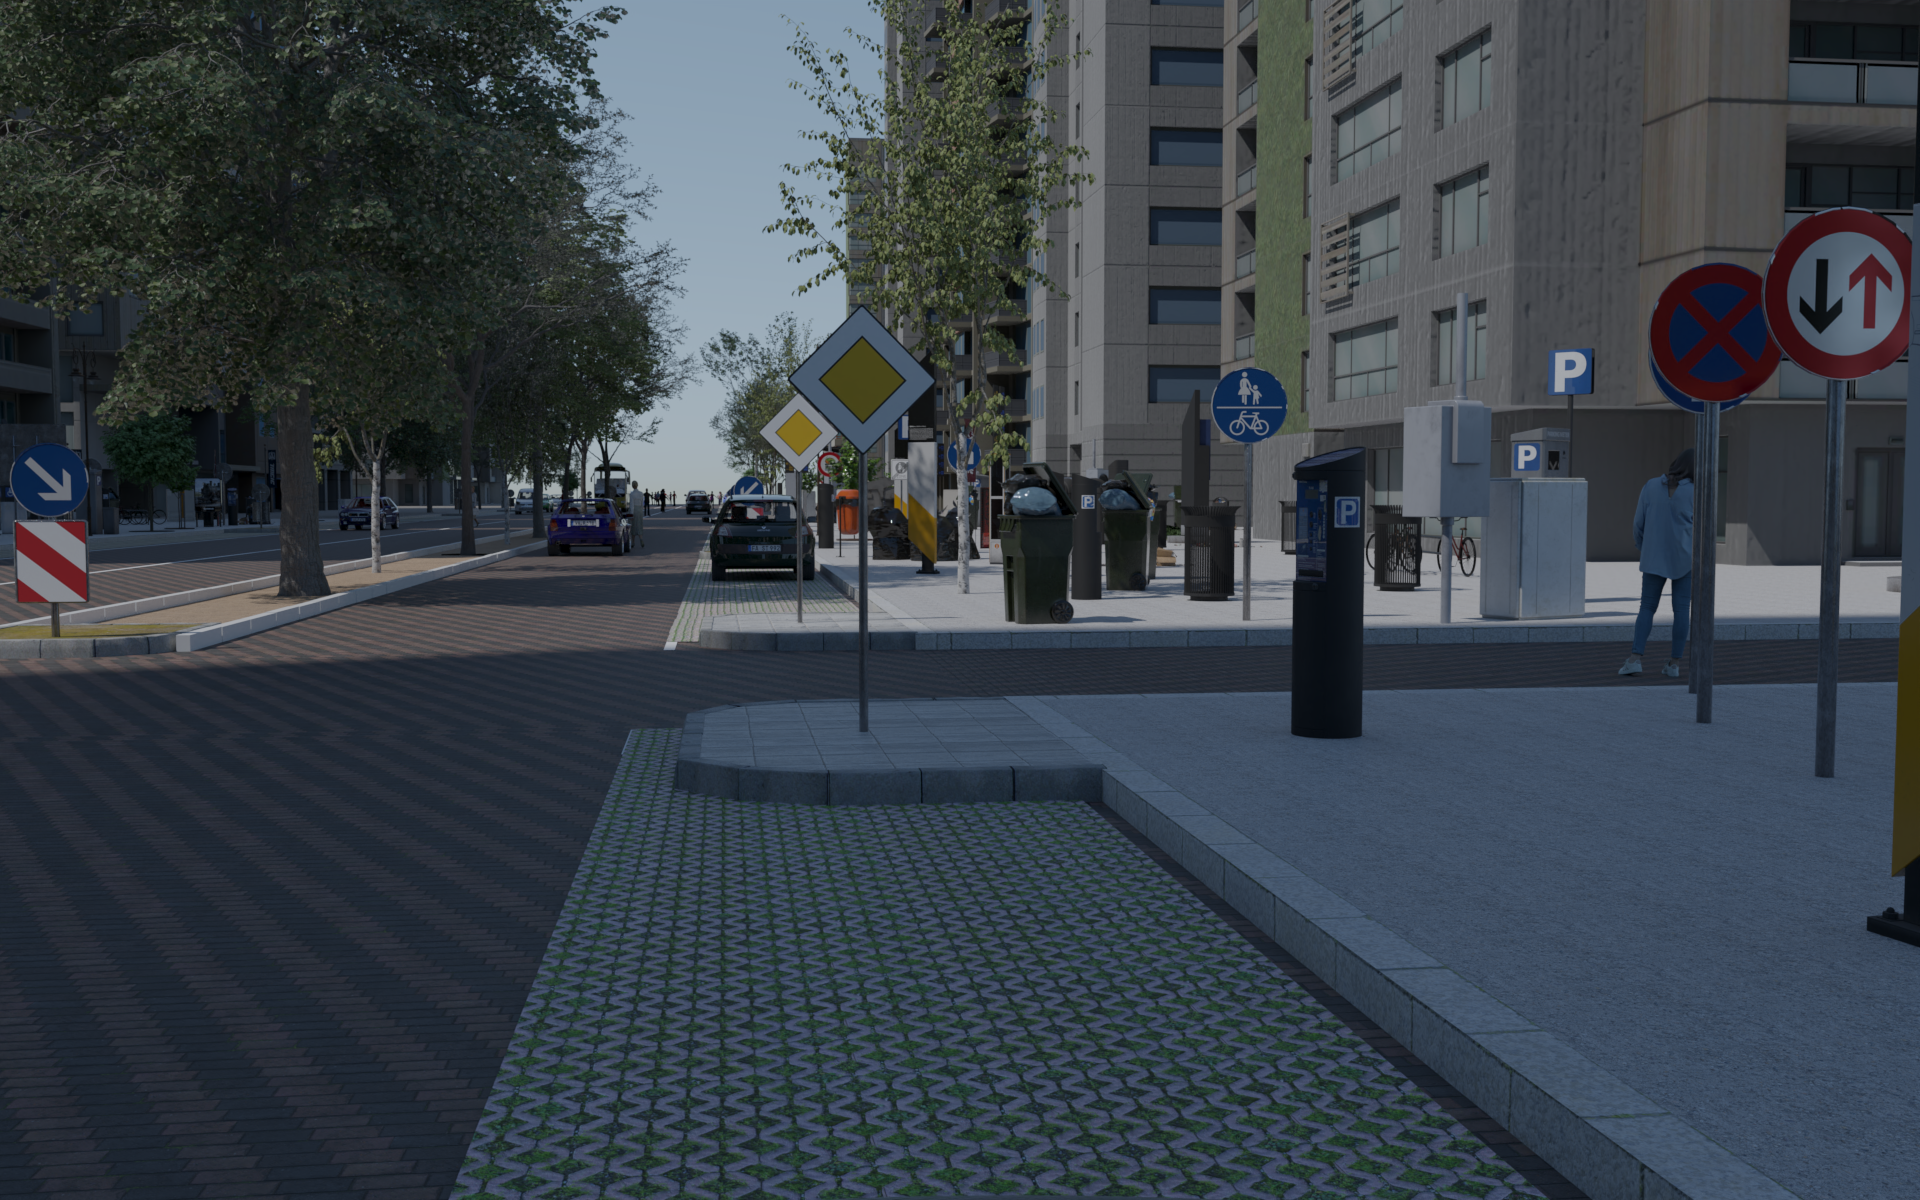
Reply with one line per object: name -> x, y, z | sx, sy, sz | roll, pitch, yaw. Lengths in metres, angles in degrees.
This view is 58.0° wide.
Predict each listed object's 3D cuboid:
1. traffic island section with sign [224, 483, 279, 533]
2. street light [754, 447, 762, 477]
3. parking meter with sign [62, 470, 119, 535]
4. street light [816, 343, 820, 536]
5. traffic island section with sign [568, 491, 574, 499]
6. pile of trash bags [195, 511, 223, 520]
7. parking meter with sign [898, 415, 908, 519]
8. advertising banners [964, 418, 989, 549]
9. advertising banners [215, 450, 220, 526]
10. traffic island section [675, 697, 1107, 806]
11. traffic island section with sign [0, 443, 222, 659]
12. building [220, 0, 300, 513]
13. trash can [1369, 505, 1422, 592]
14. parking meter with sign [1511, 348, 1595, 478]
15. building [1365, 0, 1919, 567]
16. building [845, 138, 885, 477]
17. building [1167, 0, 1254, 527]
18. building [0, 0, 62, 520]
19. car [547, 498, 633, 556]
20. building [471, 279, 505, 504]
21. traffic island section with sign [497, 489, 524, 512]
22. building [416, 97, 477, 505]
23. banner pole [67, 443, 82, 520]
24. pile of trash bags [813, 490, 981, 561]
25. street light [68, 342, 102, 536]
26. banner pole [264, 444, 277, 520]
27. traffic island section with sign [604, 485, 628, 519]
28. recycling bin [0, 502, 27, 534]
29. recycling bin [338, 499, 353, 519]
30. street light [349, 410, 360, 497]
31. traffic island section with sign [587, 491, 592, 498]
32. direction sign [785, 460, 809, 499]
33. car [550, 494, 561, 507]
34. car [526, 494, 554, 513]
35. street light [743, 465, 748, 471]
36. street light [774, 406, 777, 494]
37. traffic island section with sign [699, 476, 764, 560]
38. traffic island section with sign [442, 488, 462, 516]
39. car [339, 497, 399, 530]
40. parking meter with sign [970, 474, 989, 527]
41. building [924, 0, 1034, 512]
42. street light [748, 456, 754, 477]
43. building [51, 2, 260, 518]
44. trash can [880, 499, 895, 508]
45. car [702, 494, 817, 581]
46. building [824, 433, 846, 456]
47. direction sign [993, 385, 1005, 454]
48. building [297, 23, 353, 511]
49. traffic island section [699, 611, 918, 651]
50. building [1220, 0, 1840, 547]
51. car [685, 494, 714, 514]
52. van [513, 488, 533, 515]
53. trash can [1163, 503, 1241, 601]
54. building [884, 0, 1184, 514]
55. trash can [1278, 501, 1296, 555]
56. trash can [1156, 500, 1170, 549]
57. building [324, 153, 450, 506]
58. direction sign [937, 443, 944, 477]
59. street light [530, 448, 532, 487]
traffic island section with sign -> -26.038, -3.405, 64.295 | 1.989, 1.847, 2.006 | 0, 4, -8
street light -> -14.912, -9.582, 129.461 | 0.468, 5.910, 1.993 | 0, 4, -8
parking meter with sign -> -27.625, -3.586, 54.891 | 1.738, 3.016, 0.543 | 0, 4, -2
street light -> -4.359, -4.921, 53.246 | 0.468, 5.910, 1.993 | 0, 4, -8
traffic island section with sign -> -43.883, -11.437, 195.626 | 1.989, 1.847, 2.006 | 0, 4, -8
pile of trash bags -> -38.611, -4.722, 86.955 | 3.447, 1.369, 1.912 | 2, 4, 30
parking meter with sign -> -0.896, -2.510, 37.295 | 0.543, 3.016, 1.738 | -1, 4, -14
advertising banners -> 0.628, -2.729, 40.812 | 0.090, 3.025, 2.074 | 2, 4, 31
advertising banners -> -29.623, -4.456, 69.049 | 0.090, 3.025, 2.074 | -1, 4, -20
traffic island section -> -0.500, 0.790, 9.372 | 2.009, 0.180, 2.903 | 0, 4, -8
traffic island section with sign -> -8.176, -0.484, 16.049 | 2.006, 1.907, 1.989 | 0, 4, -8
building -> -54.763, -28.765, 120.423 | 14.600, 45.320, 14.200 | 0, 4, -8
trash can -> 5.801, -0.691, 22.951 | 0.748, 1.137, 0.748 | 0, 3, 0
parking meter with sign -> 6.774, -1.471, 20.320 | 0.543, 3.016, 1.738 | 3, 5, 44
building -> 16.217, -21.509, 35.261 | 14.086, 41.232, 14.154 | 0, 4, -8
building -> -6.416, -31.735, 202.465 | 14.154, 41.232, 14.086 | 0, 4, -8
building -> 13.996, -32.902, 79.950 | 21.231, 58.520, 28.212 | 0, 4, -8
building -> -51.903, -27.259, 69.380 | 21.300, 48.544, 21.600 | 0, 4, -8
car -> -8.820, -1.761, 41.373 | 1.945, 1.354, 3.894 | 0, 4, -7
building -> -68.714, -33.473, 230.871 | 14.154, 41.232, 14.086 | 0, 4, -8
traffic island section with sign -> -36.325, -8.036, 140.017 | 1.989, 1.847, 2.006 | 0, 4, -8
building -> -71.759, -35.972, 207.753 | 23.786, 49.044, 30.456 | 0, 4, -8
banner pole -> -43.370, -5.795, 84.760 | 0.863, 3.779, 0.401 | -1, 4, -20
pile of trash bags -> -1.212, -1.510, 34.442 | 3.447, 1.369, 1.912 | 3, 5, 40
street light -> -26.530, -4.883, 52.622 | 0.468, 5.910, 1.993 | 0, 4, -8
banner pole -> -34.268, -5.870, 85.989 | 0.863, 3.779, 0.401 | 1, 4, 15
traffic island section with sign -> -18.304, -5.038, 90.505 | 2.006, 1.907, 1.989 | 0, 4, -8
recycling bin -> -30.436, -2.640, 55.720 | 0.722, 1.027, 0.722 | -2, 4, -30
recycling bin -> -31.198, -4.631, 88.273 | 0.722, 1.027, 0.722 | 3, 5, 43
street light -> -31.730, -7.229, 90.980 | 0.468, 5.910, 1.993 | 0, 4, -8
traffic island section with sign -> -47.512, -13.071, 222.337 | 1.989, 1.847, 2.006 | 0, 4, -8
direction sign -> -6.078, -4.433, 64.471 | 0.876, 3.537, 0.379 | 0, 4, -1
car -> -40.969, -10.027, 175.949 | 2.014, 1.417, 4.499 | 0, 4, -7
car -> -32.847, -7.746, 135.437 | 1.959, 1.807, 4.718 | 0, 4, -7
street light -> -25.814, -14.566, 210.934 | 0.468, 5.910, 1.993 | 0, 4, -8
street light -> -9.700, -7.238, 91.122 | 0.468, 5.910, 1.993 | 0, 4, -8
traffic island section with sign -> -4.789, -1.821, 38.405 | 1.989, 1.847, 2.006 | 0, 4, -8
traffic island section with sign -> -32.633, -6.377, 112.889 | 1.989, 1.847, 2.006 | 0, 4, -8
car -> -23.857, -3.509, 69.957 | 1.945, 1.354, 3.894 | 0, 4, -6
parking meter with sign -> 0.862, -4.346, 67.313 | 0.543, 3.016, 1.738 | 2, 4, 33
building -> 9.237, -28.219, 116.012 | 22.147, 44.769, 28.867 | 0, 4, -8
street light -> -19.949, -11.902, 167.378 | 0.468, 5.910, 1.993 | 0, 4, -8
building -> -58.039, -31.163, 98.754 | 28.713, 52.752, 27.495 | 0, 4, -8
trash can -> -2.191, -2.666, 55.235 | 0.748, 1.137, 0.748 | 0, 3, 0
car -> -3.441, -1.229, 29.883 | 2.009, 1.686, 4.222 | 0, 4, -8
building -> -4.405, -24.115, 239.314 | 27.650, 21.520, 28.899 | 0, 4, -8
direction sign -> 0.811, -2.714, 36.376 | 0.379, 3.537, 0.876 | 1, 4, 16
building -> -60.116, -42.703, 136.441 | 20.563, 71.187, 20.611 | 0, 4, -8
traffic island section -> -1.576, 0.306, 17.285 | 2.009, 0.180, 2.903 | 0, 4, -8
building -> 15.159, -22.488, 51.274 | 14.154, 41.232, 14.086 | 0, 4, -8
car -> -18.534, -6.929, 123.079 | 2.009, 1.686, 4.222 | 0, 4, -6
van -> -30.554, -7.070, 122.598 | 2.013, 2.044, 4.112 | -1, 4, -10
trash can -> 3.007, -0.564, 20.881 | 0.748, 1.137, 0.748 | 0, 3, 0
building -> 4.253, -36.800, 143.683 | 21.231, 58.520, 28.212 | 0, 4, -8
trash can -> 7.103, -1.528, 36.643 | 0.748, 1.137, 0.748 | 0, 3, 0
trash can -> 4.412, -1.704, 39.514 | 0.748, 1.137, 0.748 | 0, 3, 0
building -> -63.621, -30.769, 186.660 | 14.154, 41.232, 14.086 | 0, 4, -8
direction sign -> -1.058, -5.206, 77.113 | 0.876, 3.537, 0.379 | -3, 5, -40
street light -> -42.869, -12.244, 172.975 | 0.468, 5.910, 1.993 | 0, 4, -8
